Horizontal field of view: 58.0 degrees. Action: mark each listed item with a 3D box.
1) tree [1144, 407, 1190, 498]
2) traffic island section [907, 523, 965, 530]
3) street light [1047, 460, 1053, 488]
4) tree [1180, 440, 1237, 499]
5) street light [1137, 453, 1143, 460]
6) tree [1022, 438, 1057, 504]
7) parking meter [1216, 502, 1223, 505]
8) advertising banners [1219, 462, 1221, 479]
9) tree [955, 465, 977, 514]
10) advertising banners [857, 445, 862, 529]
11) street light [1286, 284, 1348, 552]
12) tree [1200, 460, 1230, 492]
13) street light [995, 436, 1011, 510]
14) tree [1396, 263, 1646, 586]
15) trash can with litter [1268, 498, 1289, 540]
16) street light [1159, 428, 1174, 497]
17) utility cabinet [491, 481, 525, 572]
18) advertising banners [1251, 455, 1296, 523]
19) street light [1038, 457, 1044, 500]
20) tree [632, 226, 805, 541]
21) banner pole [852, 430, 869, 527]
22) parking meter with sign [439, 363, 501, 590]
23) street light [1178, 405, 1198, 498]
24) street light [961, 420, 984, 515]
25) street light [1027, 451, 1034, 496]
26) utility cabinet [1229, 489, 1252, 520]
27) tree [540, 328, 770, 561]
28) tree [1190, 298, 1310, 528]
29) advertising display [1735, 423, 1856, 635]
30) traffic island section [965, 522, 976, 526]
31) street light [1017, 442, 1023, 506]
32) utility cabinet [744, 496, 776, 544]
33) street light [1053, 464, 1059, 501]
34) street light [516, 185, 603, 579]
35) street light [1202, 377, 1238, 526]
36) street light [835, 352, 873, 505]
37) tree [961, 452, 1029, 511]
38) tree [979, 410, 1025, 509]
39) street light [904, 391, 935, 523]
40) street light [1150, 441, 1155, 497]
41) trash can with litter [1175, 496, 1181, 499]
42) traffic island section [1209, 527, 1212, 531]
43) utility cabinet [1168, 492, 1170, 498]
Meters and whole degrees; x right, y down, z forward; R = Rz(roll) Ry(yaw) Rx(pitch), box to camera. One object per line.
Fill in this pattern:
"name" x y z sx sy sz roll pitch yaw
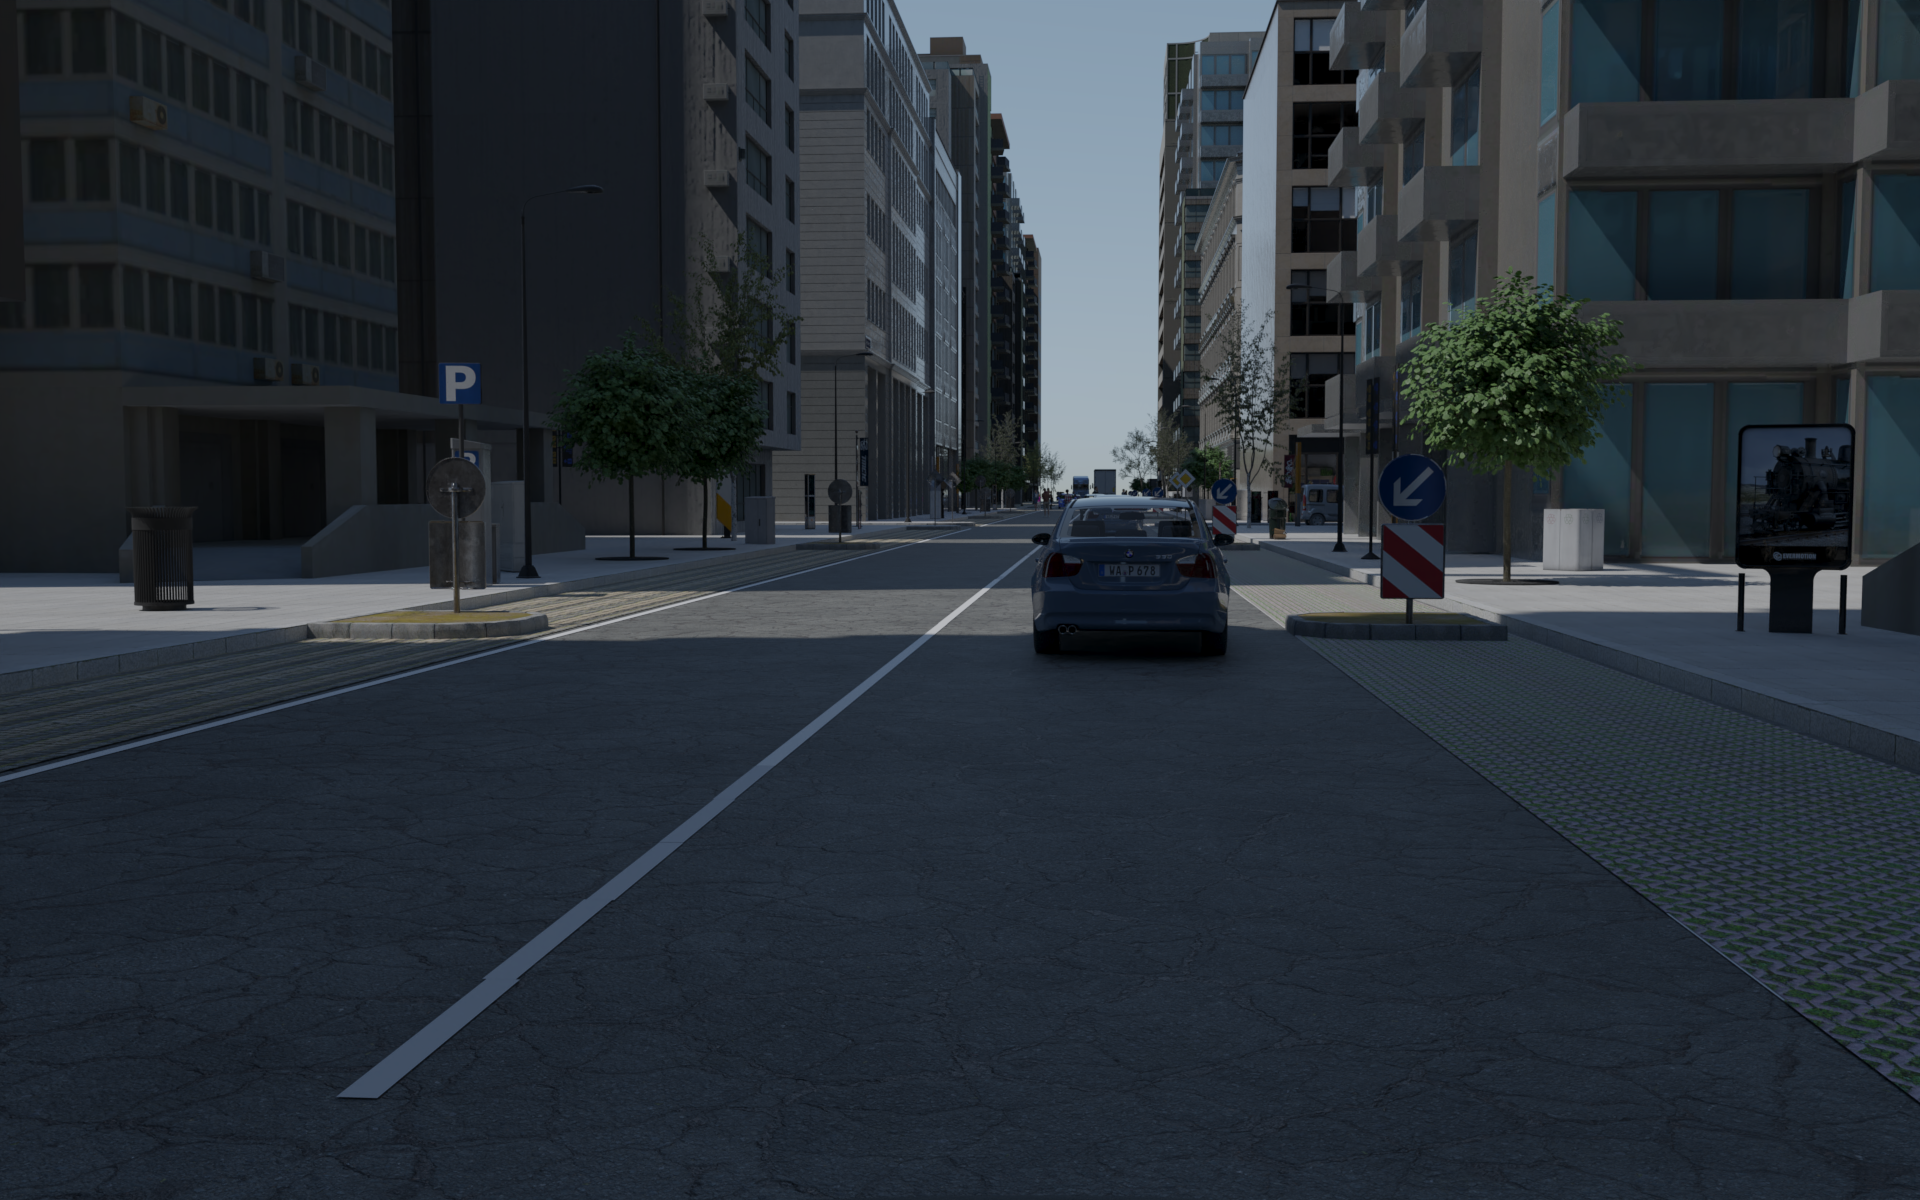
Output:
"tree" 17.454 -11.925 145.340 4.360 8.622 3.978 0 3 0
"traffic island section" -1.028 -2.924 70.092 2.009 0.180 2.903 0 4 5
"street light" 11.612 -16.244 238.134 1.470 5.913 1.316 0 4 5
"tree" 15.008 -7.403 104.758 4.285 4.588 4.351 0 3 0
"street light" 21.254 -13.775 197.754 1.470 5.913 1.316 0 4 5
"tree" 9.618 -16.968 227.792 4.737 8.622 4.395 0 3 0
"parking meter" 11.779 -4.463 78.686 0.399 1.863 0.255 1 4 10
"advertising banners" 14.035 -6.007 94.408 0.090 3.025 2.074 1 4 18
"tree" 0.376 -7.337 114.555 1.663 3.219 1.824 0 3 0
"advertising banners" -3.682 -4.099 63.205 0.090 3.025 2.074 0 4 1
"street light" 7.902 -4.027 38.385 1.470 5.913 1.316 0 4 5
"tree" 14.376 -6.331 98.116 1.663 3.219 1.824 0 3 0
"street light" 3.409 -10.188 139.108 1.470 5.913 1.316 0 4 5
"tree" 7.975 -2.516 24.843 4.285 4.588 4.351 0 3 0
"trash can with litter" 9.069 -2.300 48.990 0.624 1.170 1.055 0 4 0
"street light" 14.734 -9.089 121.148 1.470 5.913 1.316 0 4 5
"utility cabinet" -7.479 -1.227 28.740 0.318 1.500 1.173 -2 4 -33
"advertising banners" 13.864 -4.934 76.866 2.074 3.025 0.090 0 4 -4
"street light" 9.701 -14.873 215.713 1.470 5.913 1.316 0 4 5
"tree" -6.415 -5.919 47.132 4.737 8.622 4.395 0 3 0
"banner pole" -3.857 -4.743 67.558 0.863 3.779 0.401 3 5 40
"parking meter with sign" -6.724 -1.694 23.950 0.543 3.016 1.738 0 4 -5
"street light" 12.284 -7.230 90.745 1.470 5.913 1.316 0 4 5
"street light" 0.808 -8.304 108.315 1.470 5.913 1.316 0 4 5
"street light" 7.180 -13.014 185.316 1.470 5.913 1.316 0 4 5
"utility cabinet" 13.554 -4.591 83.741 0.318 1.500 1.173 -3 5 -44
"tree" -6.509 -3.068 33.873 4.285 4.588 4.351 0 3 0
"tree" 10.881 -6.995 64.729 4.360 8.622 3.978 0 3 0
"advertising display" 7.678 -0.657 15.958 0.974 1.923 0.123 2 4 24
"traffic island section" -0.362 -3.411 78.050 2.009 0.180 2.903 0 4 5
"street light" 4.758 -11.154 154.910 1.470 5.913 1.316 0 4 5
"utility cabinet" -5.151 -2.043 44.563 0.306 1.237 1.020 -3 5 -40
"street light" 14.152 -18.110 268.642 1.470 5.913 1.316 0 4 5
"street light" -6.057 -3.285 26.243 1.470 5.913 1.316 0 4 5
"street light" 10.422 -5.900 69.006 1.470 5.913 1.316 0 4 5
"street light" -3.535 -5.155 56.824 1.470 5.913 1.316 0 4 5
"tree" 3.015 -9.951 146.419 4.285 4.588 4.351 0 3 0
"tree" 3.679 -12.276 151.073 4.360 8.622 3.978 0 3 0
"street light" -1.807 -6.446 77.926 1.470 5.913 1.316 0 4 5
"street light" 17.262 -10.948 151.545 1.470 5.913 1.316 0 4 5
"trash can with litter" 15.697 -6.999 125.814 0.624 1.170 1.055 -1 4 -16
"traffic island section" 9.028 -2.873 69.249 2.009 0.180 2.903 0 4 5
"utility cabinet" 18.640 -8.684 150.654 1.173 1.500 0.318 2 4 29
